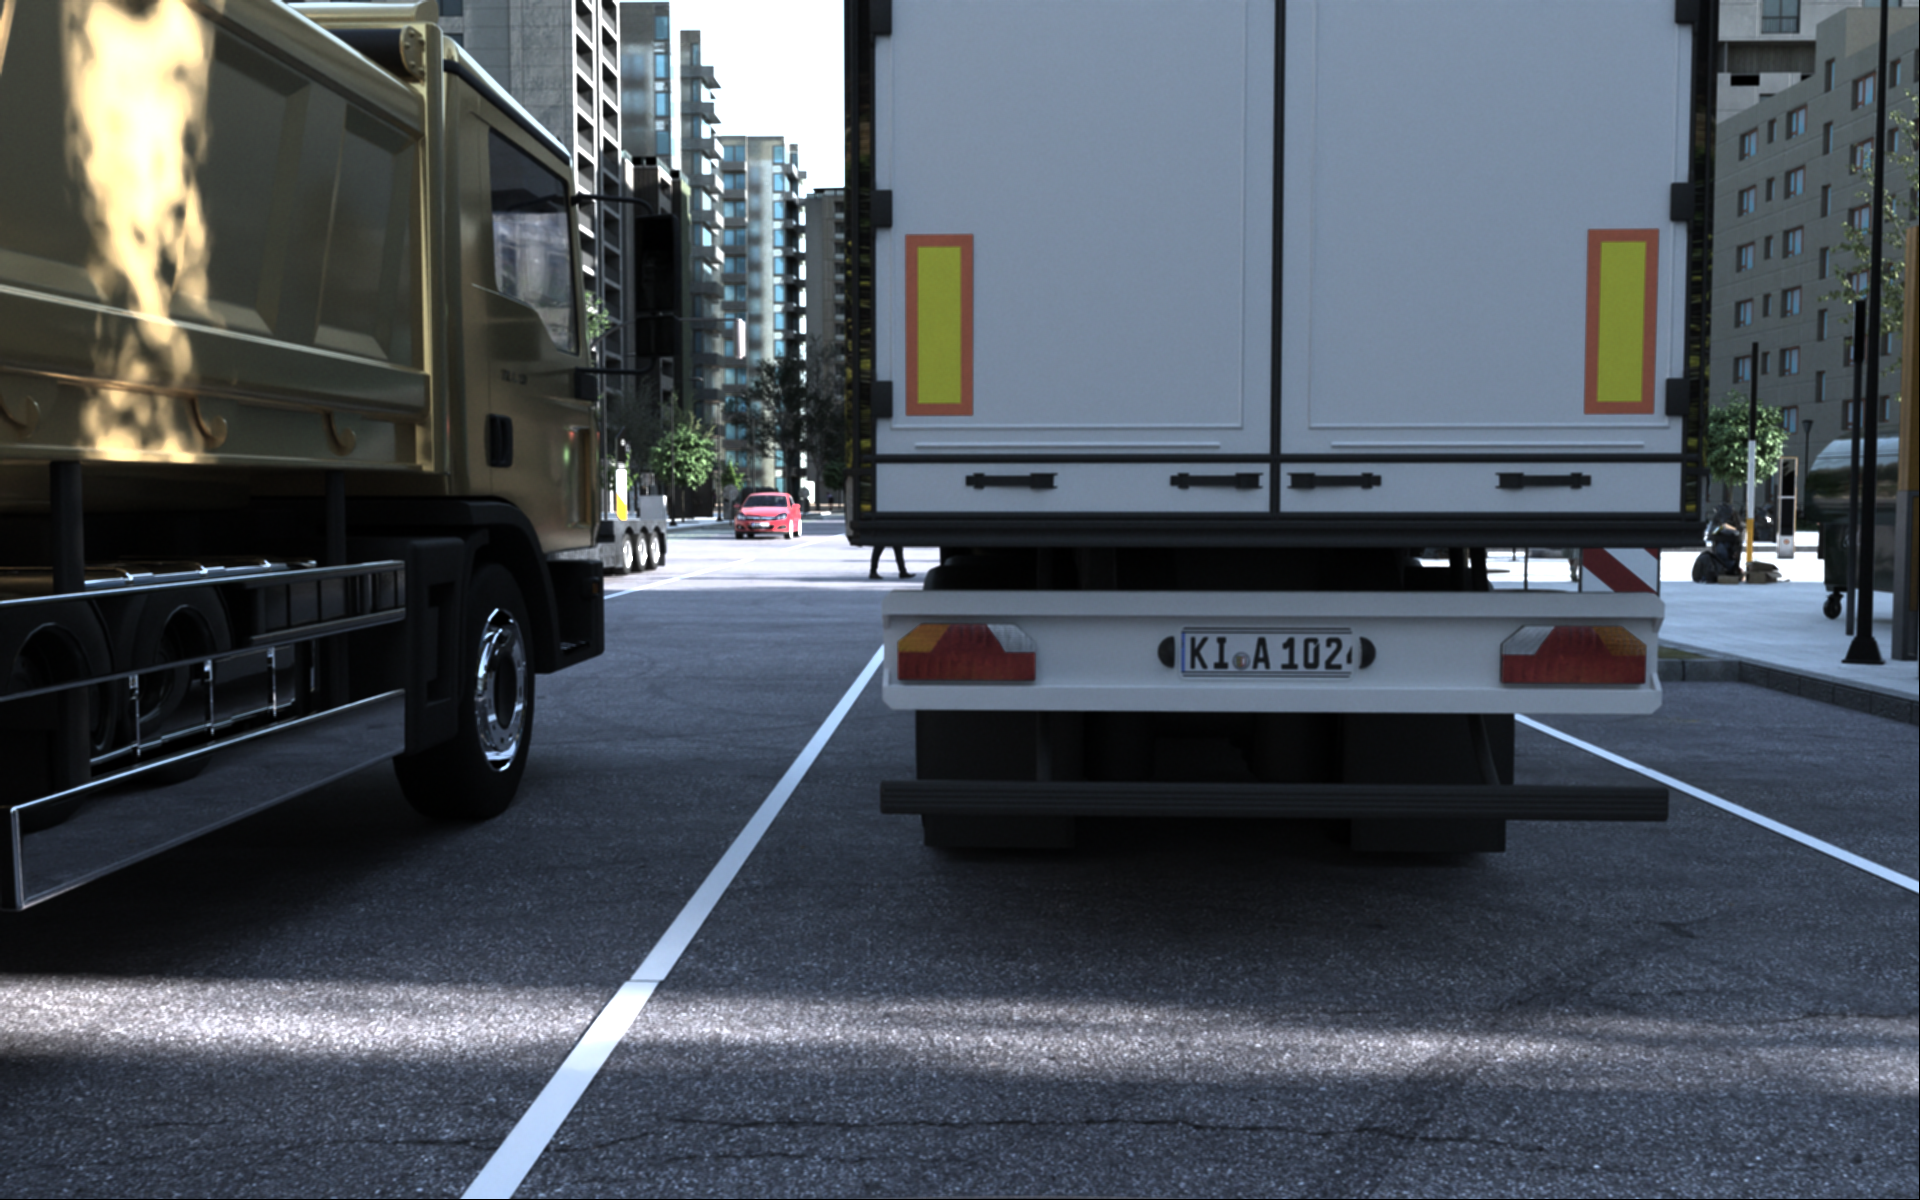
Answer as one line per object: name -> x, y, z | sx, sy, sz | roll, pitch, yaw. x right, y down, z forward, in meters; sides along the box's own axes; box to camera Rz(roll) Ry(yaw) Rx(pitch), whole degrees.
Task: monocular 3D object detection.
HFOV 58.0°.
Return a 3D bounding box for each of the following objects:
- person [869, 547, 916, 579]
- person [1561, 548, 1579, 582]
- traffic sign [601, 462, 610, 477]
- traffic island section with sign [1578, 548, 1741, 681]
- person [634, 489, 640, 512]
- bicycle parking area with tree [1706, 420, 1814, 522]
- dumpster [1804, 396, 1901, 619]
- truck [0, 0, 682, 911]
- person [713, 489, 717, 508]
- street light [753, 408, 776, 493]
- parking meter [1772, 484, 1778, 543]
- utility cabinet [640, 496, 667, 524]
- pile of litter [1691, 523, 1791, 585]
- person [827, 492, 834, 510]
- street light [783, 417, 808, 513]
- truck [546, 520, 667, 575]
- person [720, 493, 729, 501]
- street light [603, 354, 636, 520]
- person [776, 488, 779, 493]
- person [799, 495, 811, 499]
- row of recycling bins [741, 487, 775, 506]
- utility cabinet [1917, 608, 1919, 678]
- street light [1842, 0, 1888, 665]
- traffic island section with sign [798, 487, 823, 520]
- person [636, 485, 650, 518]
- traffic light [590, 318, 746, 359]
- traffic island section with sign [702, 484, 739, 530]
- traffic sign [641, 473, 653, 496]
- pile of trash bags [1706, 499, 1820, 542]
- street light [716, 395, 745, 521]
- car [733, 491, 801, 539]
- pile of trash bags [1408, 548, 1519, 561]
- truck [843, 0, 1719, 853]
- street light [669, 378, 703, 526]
person -> -1.163, -1.241, 29.190 | 0.834, 1.777, 0.661 | 2, 4, 28
person -> 8.955, -1.154, 25.136 | 0.478, 1.798, 0.641 | 2, 4, 35
traffic sign -> -13.904, -4.141, 67.807 | 0.768, 2.556, 0.104 | 0, 4, 8
traffic island section with sign -> 5.019, -0.342, 14.222 | 1.989, 1.847, 2.006 | 0, 4, 1
person -> -23.354, -7.231, 125.099 | 0.721, 1.723, 1.217 | 0, 4, 6
bicycle parking area with tree -> 30.260, -4.908, 67.247 | 8.231, 4.147, 9.016 | 1, 4, 15
dumpster -> 9.464, -0.886, 16.974 | 1.502, 2.255, 1.985 | 0, 4, 1
truck -> -3.343, -0.591, 5.589 | 3.469, 3.379, 9.791 | 0, 4, 2
person -> -22.788, -9.457, 161.350 | 0.721, 1.739, 1.217 | -2, 4, -23
street light -> -10.550, -7.375, 93.125 | 1.470, 5.913, 1.316 | 0, 4, 1
parking meter -> 21.549, -2.266, 45.457 | 0.372, 1.533, 0.369 | 0, 3, 0
utility cabinet -> -12.085, -3.491, 68.235 | 1.020, 1.237, 0.306 | 1, 4, 13
pile of litter -> 11.390, -0.685, 25.169 | 1.719, 0.858, 1.176 | -1, 4, -16
person -> -10.175, -7.710, 135.333 | 0.421, 1.427, 0.697 | -3, 5, -44
street light -> -10.146, -8.104, 105.034 | 1.470, 5.913, 1.316 | 0, 4, 1
truck -> -7.315, -2.074, 23.668 | 2.967, 4.110, 18.799 | 0, 4, 3
person -> -18.775, -8.156, 139.530 | 1.348, 1.807, 0.705 | 1, 4, 17
street light -> -11.228, -5.190, 57.394 | 1.470, 5.913, 1.316 | 0, 4, 1
person -> -16.024, -8.879, 151.227 | 0.705, 1.822, 1.348 | -2, 4, -24
person -> -12.712, -8.303, 142.501 | 1.217, 1.736, 0.721 | 2, 4, 30
row of recycling bins -> -11.535, -5.658, 99.616 | 1.069, 1.692, 3.534 | 1, 4, 18
utility cabinet -> 7.163, -0.184, 11.693 | 1.173, 1.500, 0.318 | 2, 4, 27
street light -> 6.342, -2.476, 13.030 | 1.470, 5.913, 1.316 | 0, 4, 1
traffic island section with sign -> -8.667, -5.381, 96.602 | 1.989, 1.847, 2.006 | 0, 4, 1
person -> -16.624, -5.196, 91.208 | 0.699, 1.804, 1.509 | -1, 4, -17
traffic light -> -7.948, -4.297, 44.917 | 4.771, 5.953, 1.251 | 0, 4, 1
traffic island section with sign -> -9.233, -3.732, 69.653 | 1.989, 1.847, 2.006 | 0, 4, 1
traffic sign -> -15.008, -4.952, 83.098 | 0.606, 2.300, 0.079 | 0, 4, 2
pile of trash bags -> 22.119, -2.287, 47.152 | 1.912, 1.369, 3.447 | -3, 5, -41
street light -> -10.738, -6.635, 81.018 | 1.470, 5.913, 1.316 | 0, 4, 1
car -> -6.227, -2.892, 56.318 | 2.155, 1.783, 4.494 | 0, 4, 0
pile of trash bags -> 9.869, -1.508, 34.415 | 1.912, 1.369, 3.447 | -2, 4, -23
truck -> 1.170, -1.314, 10.393 | 2.839, 4.237, 11.283 | 0, 4, 3
street light -> -10.966, -5.916, 69.260 | 1.470, 5.913, 1.316 | 0, 4, 1
